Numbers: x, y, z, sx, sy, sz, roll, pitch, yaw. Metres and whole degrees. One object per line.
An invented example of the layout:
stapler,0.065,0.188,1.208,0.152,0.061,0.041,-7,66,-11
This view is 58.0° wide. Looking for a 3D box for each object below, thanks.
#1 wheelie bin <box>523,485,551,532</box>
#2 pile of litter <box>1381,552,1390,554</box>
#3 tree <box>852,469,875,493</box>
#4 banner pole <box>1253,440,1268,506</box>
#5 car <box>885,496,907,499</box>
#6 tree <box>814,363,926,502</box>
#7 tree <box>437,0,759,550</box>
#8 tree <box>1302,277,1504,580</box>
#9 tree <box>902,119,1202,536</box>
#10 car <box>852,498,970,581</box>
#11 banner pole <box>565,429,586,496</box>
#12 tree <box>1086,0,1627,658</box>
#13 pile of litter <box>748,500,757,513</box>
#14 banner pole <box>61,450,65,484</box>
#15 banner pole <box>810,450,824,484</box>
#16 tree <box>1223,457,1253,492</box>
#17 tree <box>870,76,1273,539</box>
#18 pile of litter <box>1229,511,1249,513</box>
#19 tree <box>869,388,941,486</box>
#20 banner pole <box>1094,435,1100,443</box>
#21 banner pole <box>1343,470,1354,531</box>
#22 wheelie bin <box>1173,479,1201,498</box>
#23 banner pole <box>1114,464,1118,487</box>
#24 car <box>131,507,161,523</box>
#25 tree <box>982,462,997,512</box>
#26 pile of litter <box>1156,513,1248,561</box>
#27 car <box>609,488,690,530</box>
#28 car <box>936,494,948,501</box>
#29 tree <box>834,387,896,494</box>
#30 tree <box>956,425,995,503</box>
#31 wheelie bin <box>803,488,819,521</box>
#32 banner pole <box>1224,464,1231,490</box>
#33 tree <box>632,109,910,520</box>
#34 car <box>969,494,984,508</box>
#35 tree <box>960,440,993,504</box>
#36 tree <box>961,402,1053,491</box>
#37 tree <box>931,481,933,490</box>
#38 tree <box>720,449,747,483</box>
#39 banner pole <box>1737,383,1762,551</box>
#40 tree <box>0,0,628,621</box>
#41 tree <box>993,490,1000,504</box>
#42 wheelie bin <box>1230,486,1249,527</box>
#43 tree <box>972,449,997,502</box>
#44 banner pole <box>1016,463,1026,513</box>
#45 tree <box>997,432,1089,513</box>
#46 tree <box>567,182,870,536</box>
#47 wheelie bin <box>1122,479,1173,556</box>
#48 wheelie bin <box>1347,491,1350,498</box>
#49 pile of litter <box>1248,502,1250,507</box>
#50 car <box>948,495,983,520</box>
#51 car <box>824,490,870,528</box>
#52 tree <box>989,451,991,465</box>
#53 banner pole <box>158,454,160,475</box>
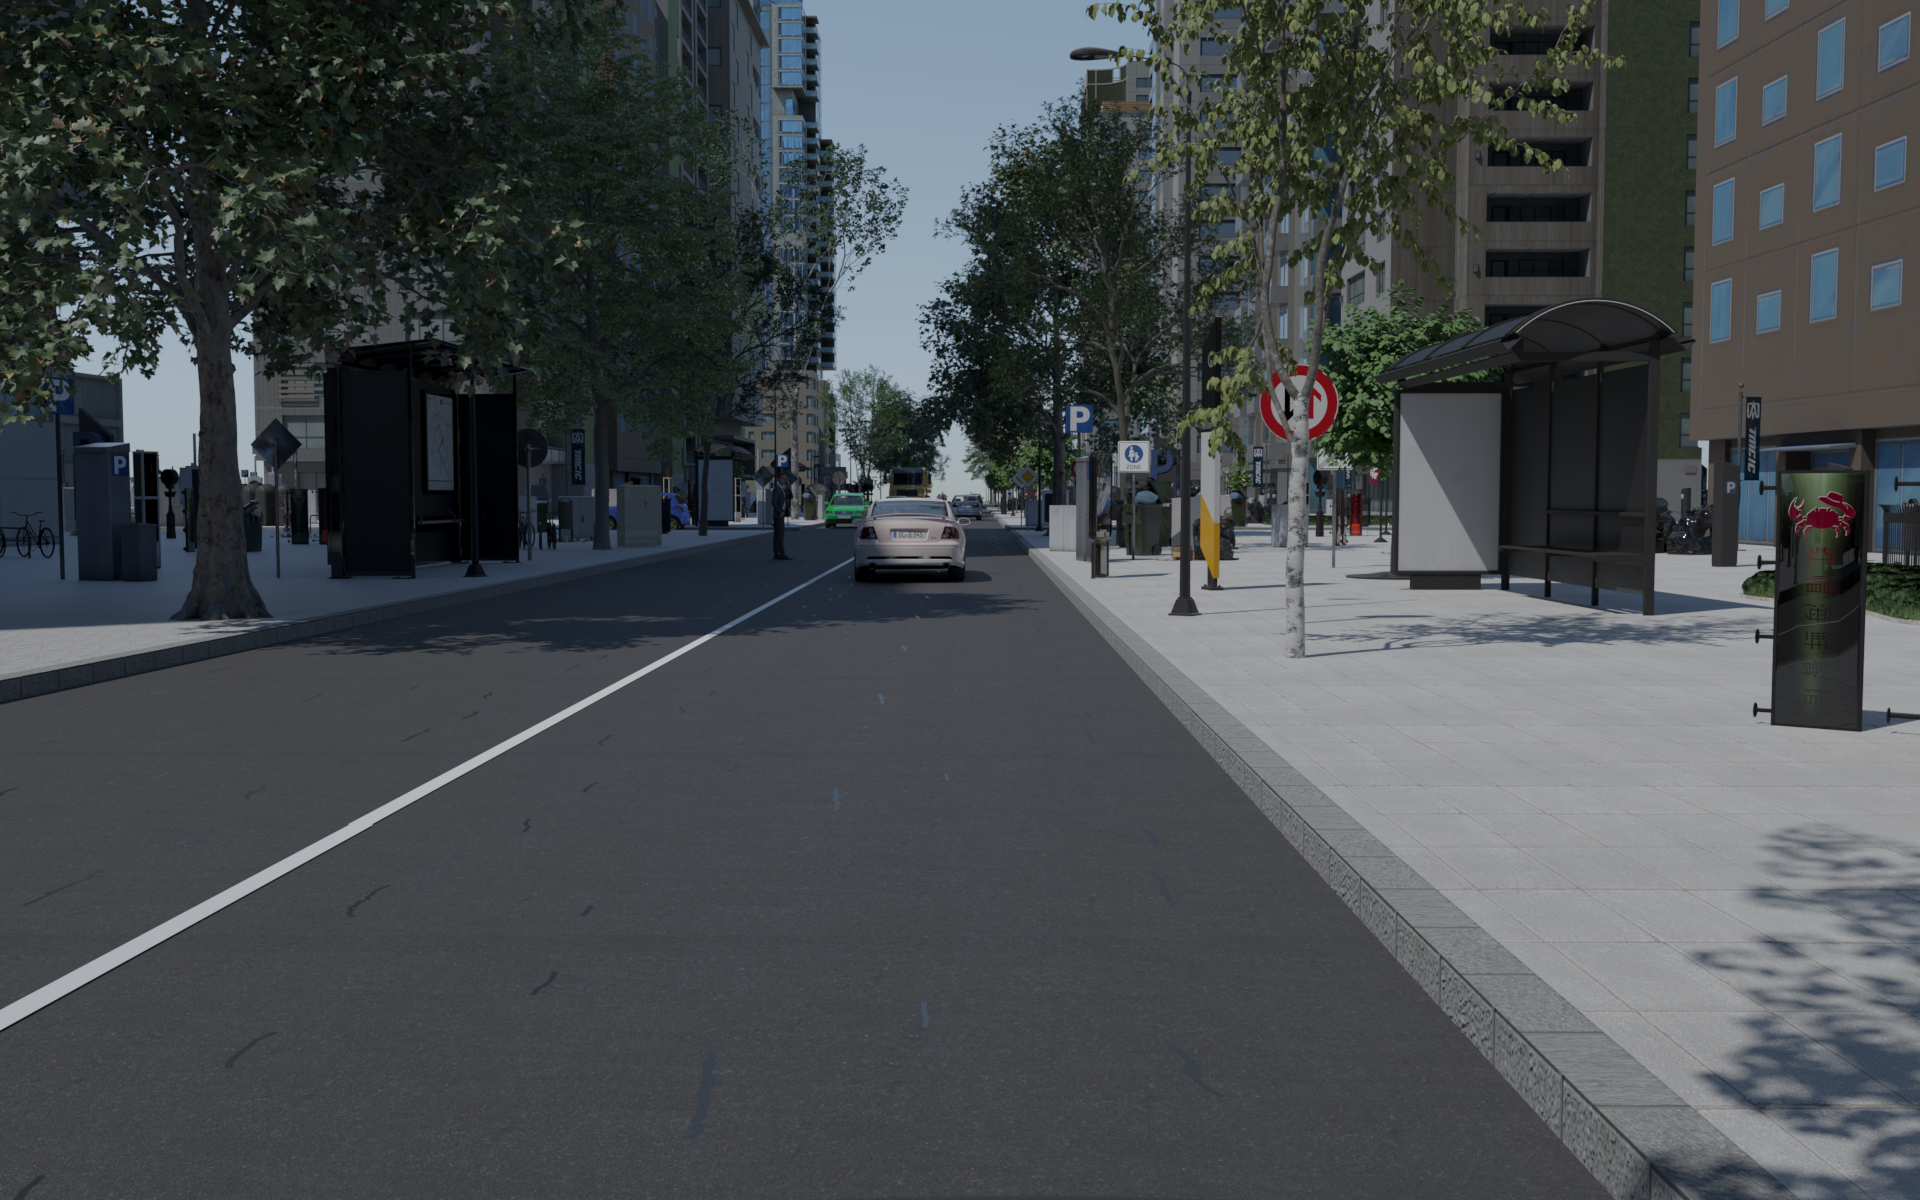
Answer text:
wheelie bin,-14.190,-3.060,57.938,0.980,1.594,0.693,-3,5,-39
pile of litter,9.856,-1.433,37.392,1.719,0.858,1.176,-1,4,-11
tree,-7.421,-8.284,130.040,1.663,3.219,1.824,0,3,0
banner pole,13.928,-5.505,80.027,0.863,3.779,0.401,1,4,23
car,-3.626,-5.238,98.215,1.945,1.354,3.894,0,4,0
tree,-7.539,-13.036,138.898,9.928,11.665,9.643,0,3,0
tree,-8.697,-7.442,39.801,7.486,12.596,7.792,0,3,0
tree,6.579,-2.608,26.350,4.285,4.588,4.351,0,3,0
tree,2.920,-8.287,52.498,9.611,12.733,9.660,0,3,0
car,-0.854,-1.080,30.015,2.083,1.381,4.827,0,4,-1
banner pole,-13.035,-4.183,58.412,0.863,3.779,0.401,-1,4,-11
tree,2.802,-3.861,13.498,4.737,8.622,4.395,0,3,0
pile of litter,-13.980,-6.385,118.358,1.719,0.858,1.176,0,4,3
banner pole,-50.859,-6.610,98.094,0.401,3.779,0.863,0,4,1
banner pole,-8.312,-6.660,98.905,0.863,3.779,0.401,-3,5,-44
tree,14.095,-5.694,87.703,1.663,3.219,1.824,0,3,0
tree,3.608,-6.396,38.984,7.601,10.594,8.767,2,4,30
pile of litter,5.980,-1.627,40.563,1.176,0.858,1.719,1,4,20
tree,-6.606,-18.202,204.260,9.857,13.997,8.962,0,3,0
banner pole,5.854,-5.050,72.579,0.863,3.779,0.401,1,4,18
banner pole,13.459,-4.265,59.744,0.401,3.779,0.863,-1,4,-13
wheelie bin,5.158,-1.802,37.370,0.693,1.594,0.980,-3,5,-42
banner pole,12.298,-8.981,136.863,0.401,3.779,0.863,2,4,29
car,-32.001,-3.176,63.723,4.920,1.459,2.131,0,4,-1
tree,4.290,-8.318,119.707,4.285,4.588,4.351,0,3,0
pile of litter,4.604,-1.204,33.649,1.719,0.858,1.176,0,4,2
car,-12.107,-3.424,65.579,3.694,1.707,1.945,0,4,-1
car,-3.151,-17.885,301.456,2.155,1.783,4.494,0,4,-1
tree,-6.701,-10.232,117.655,4.360,8.622,3.978,0,3,0
tree,4.626,-23.750,244.199,12.611,20.169,13.585,0,3,0
wheelie bin,-7.252,-4.660,84.102,0.693,1.594,0.980,1,4,8
banner pole,22.052,-9.324,142.466,0.401,3.779,0.863,-3,4,-38
tree,-9.655,-14.131,86.923,12.611,20.169,13.585,0,3,0
car,1.560,-10.780,185.288,2.155,1.783,4.494,0,4,0
tree,3.942,-18.969,228.265,7.486,12.596,7.792,0,3,0
tree,4.634,-15.279,160.188,12.009,13.543,11.850,0,3,0
tree,-6.194,-18.992,294.233,4.285,4.588,4.351,0,3,0
tree,-17.142,-8.666,125.396,4.285,4.588,4.351,0,3,0
banner pole,17.771,-3.004,39.129,0.863,3.779,0.401,-1,4,-23
tree,-7.767,-6.164,17.791,9.611,12.733,9.660,0,3,0
tree,4.820,-14.633,233.842,1.663,3.219,1.824,0,3,0
wheelie bin,10.876,-3.645,67.496,0.693,1.594,0.980,1,4,18
tree,5.687,-21.614,279.141,9.928,11.665,9.643,0,3,0
banner pole,3.978,-7.627,114.716,0.863,3.779,0.401,0,4,-4
tree,3.986,-5.606,75.364,4.285,4.588,4.351,0,3,0
tree,-7.842,-7.226,52.557,8.767,10.594,7.601,-1,4,-14
wheelie bin,3.807,-1.724,36.090,0.693,1.594,0.980,-2,4,-31
wheelie bin,24.451,-6.093,107.535,0.693,1.594,0.980,3,5,40
pile of litter,17.891,-5.765,108.229,1.719,0.858,1.176,1,4,18
car,0.293,-5.112,95.580,2.014,1.417,4.499,0,4,-1
car,-4.781,-3.997,74.150,1.959,1.807,4.718,0,4,1
tree,4.936,-15.194,198.783,4.360,8.622,3.978,0,3,0
banner pole,-50.702,-7.286,109.146,0.401,3.779,0.863,3,5,43
